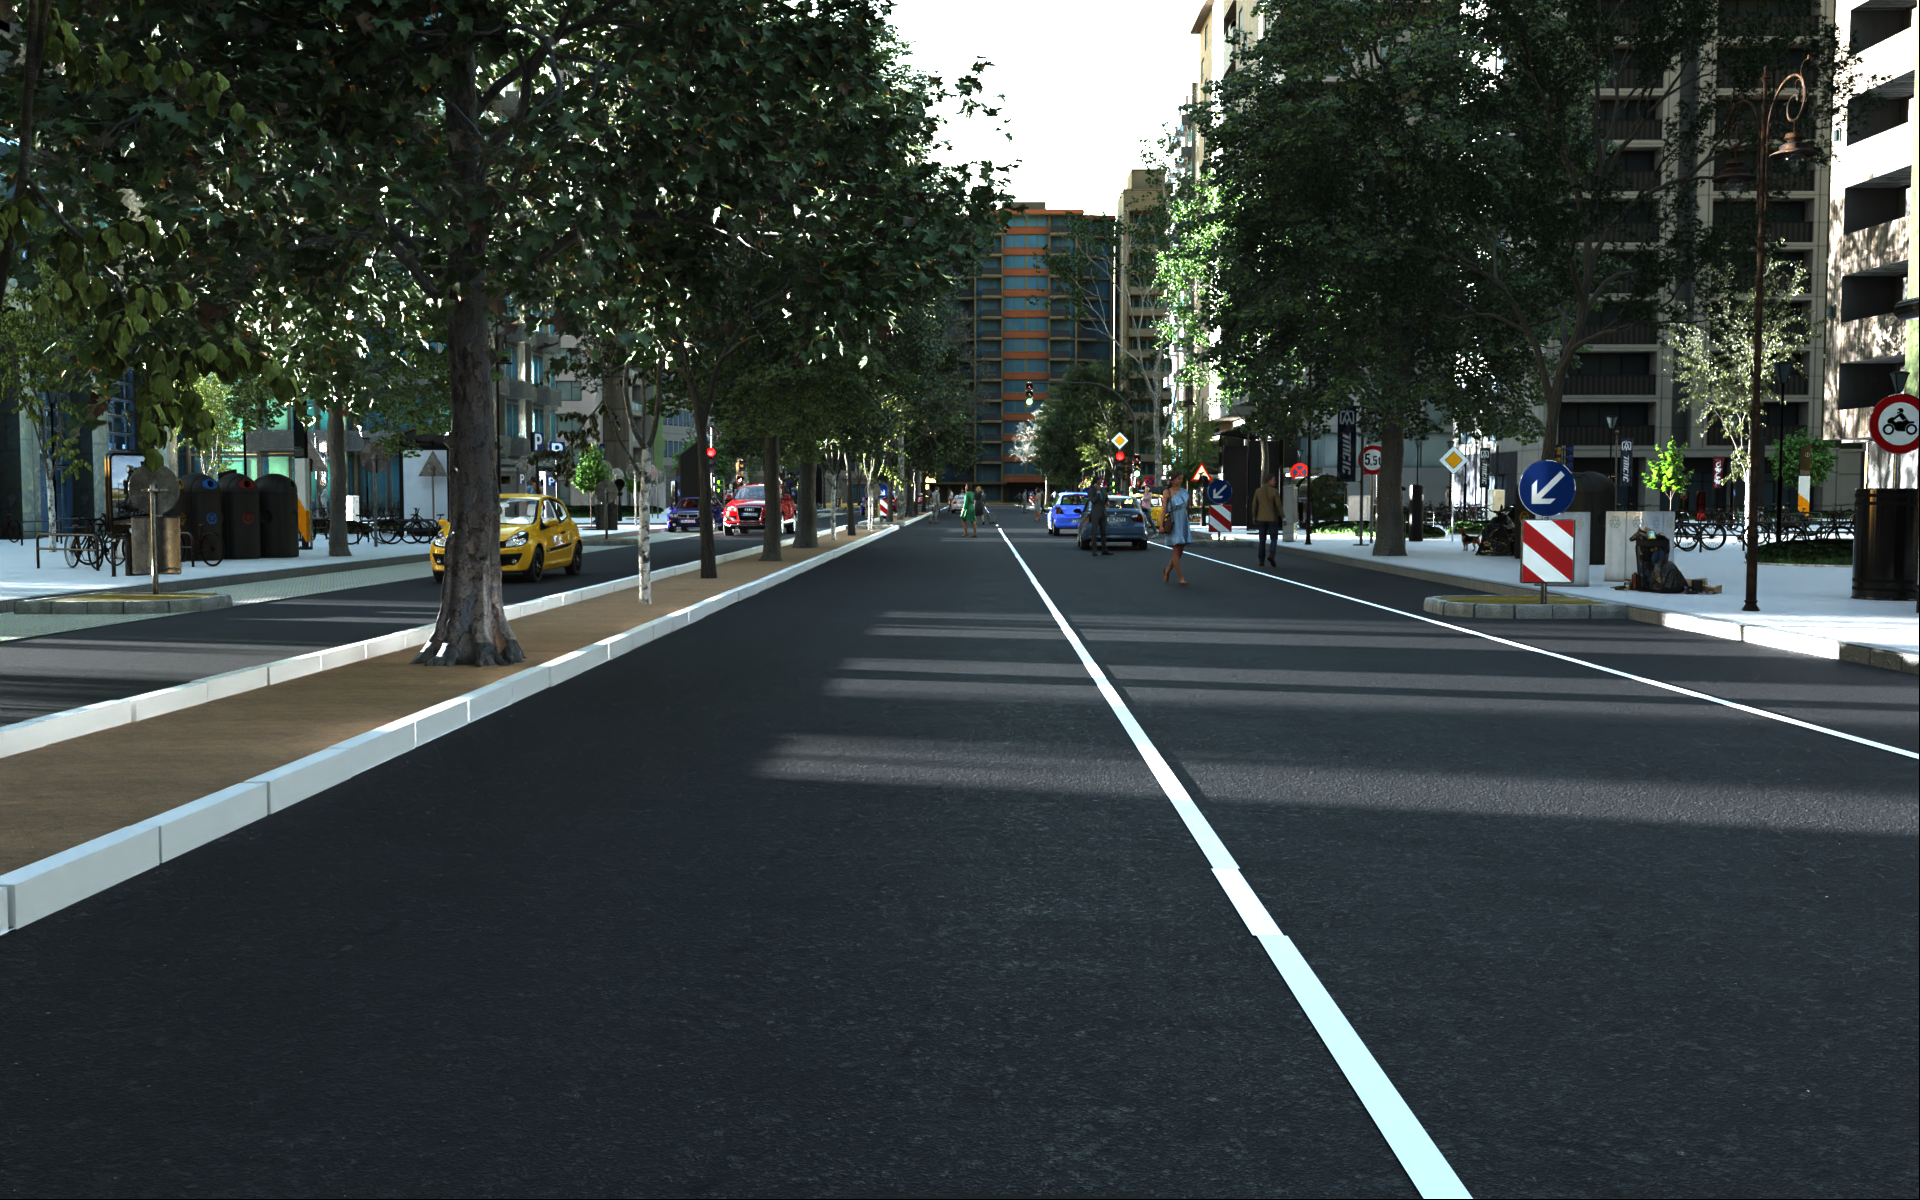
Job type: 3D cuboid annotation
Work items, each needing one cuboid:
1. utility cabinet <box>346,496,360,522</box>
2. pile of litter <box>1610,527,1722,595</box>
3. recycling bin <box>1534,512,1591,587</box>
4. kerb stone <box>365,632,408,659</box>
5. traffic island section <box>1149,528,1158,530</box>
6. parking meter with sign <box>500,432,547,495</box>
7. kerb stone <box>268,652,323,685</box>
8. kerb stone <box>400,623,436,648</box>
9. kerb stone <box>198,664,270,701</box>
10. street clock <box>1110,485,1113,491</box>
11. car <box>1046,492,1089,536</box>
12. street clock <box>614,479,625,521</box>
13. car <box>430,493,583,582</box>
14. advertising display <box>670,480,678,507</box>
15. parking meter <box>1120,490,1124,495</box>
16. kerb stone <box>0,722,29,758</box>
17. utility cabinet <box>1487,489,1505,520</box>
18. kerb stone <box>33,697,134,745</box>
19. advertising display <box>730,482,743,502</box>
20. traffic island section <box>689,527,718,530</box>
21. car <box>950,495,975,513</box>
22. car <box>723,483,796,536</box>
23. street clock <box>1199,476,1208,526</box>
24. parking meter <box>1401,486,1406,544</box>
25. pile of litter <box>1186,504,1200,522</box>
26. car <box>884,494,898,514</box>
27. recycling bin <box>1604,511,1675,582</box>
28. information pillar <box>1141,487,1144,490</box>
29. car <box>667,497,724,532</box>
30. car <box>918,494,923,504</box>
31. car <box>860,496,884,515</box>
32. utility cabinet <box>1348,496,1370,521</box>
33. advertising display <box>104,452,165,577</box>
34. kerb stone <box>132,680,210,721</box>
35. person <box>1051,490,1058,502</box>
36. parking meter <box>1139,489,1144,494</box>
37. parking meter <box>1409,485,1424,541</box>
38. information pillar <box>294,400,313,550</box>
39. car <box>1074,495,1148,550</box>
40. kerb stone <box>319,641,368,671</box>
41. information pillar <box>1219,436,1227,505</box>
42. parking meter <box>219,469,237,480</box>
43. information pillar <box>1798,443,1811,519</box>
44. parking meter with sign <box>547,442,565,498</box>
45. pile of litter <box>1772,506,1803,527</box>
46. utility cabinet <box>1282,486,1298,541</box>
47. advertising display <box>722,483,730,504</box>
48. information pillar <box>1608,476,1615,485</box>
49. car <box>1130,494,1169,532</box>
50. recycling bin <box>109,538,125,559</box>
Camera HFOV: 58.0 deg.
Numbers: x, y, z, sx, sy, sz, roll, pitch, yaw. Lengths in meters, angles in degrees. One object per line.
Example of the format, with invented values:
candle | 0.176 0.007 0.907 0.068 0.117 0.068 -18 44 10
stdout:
utility cabinet | -23.377 -3.379 66.410 0.306 1.237 1.020 -3 5 -42
pile of litter | 9.338 -0.547 22.912 1.176 0.858 1.719 0 4 -1
recycling bin | 8.464 -0.721 24.348 0.722 1.027 0.722 1 4 19
kerb stone | -5.169 0.419 15.430 0.120 0.150 1.000 0 4 1
traffic island section | 7.151 -2.942 70.380 2.009 0.180 2.903 0 4 1
parking meter with sign | -12.722 -3.237 49.180 1.738 3.016 0.543 1 4 17
kerb stone | -5.192 0.542 13.386 0.120 0.150 1.000 0 4 1
kerb stone | -5.162 0.351 16.451 0.120 0.150 1.000 0 4 1
kerb stone | -5.208 0.602 12.360 0.120 0.150 1.000 0 4 1
street clock | 11.490 -7.783 131.821 0.358 2.002 0.471 0 4 5
car | 4.005 -3.130 60.772 1.945 1.707 3.694 0 4 -1
street clock | -16.096 -4.729 81.897 0.471 2.002 0.358 -2 4 -23
car | -7.653 -1.171 29.370 2.015 1.641 3.980 0 4 2
advertising display | -13.015 -4.504 78.857 0.123 1.923 0.974 -1 4 -22
parking meter | 10.392 -6.379 112.711 0.372 1.533 0.369 0 3 0
kerb stone | -5.228 0.791 9.274 0.120 0.150 1.000 0 4 1
utility cabinet | 24.724 -4.353 79.844 0.318 1.500 1.173 3 5 42
kerb stone | -5.232 0.728 10.298 0.120 0.150 1.000 0 4 1
advertising display | -11.819 -5.315 92.112 0.123 1.923 0.974 1 4 20
traffic island section | -10.090 -2.952 70.546 2.009 0.180 2.903 0 4 1
car | 0.279 -7.251 130.910 2.083 1.381 4.827 0 4 0
car | -7.044 -3.219 61.296 2.281 1.827 5.304 0 4 2
street clock | 9.704 -3.945 69.069 0.358 2.002 0.471 -1 4 -14
parking meter | 9.876 -1.877 39.108 0.372 1.533 0.369 0 3 0
pile of litter | 10.513 -3.972 78.900 1.719 0.858 1.176 -2 4 -34
car | -5.607 -7.333 128.937 2.155 1.783 4.494 0 4 -1
recycling bin | 9.971 -0.786 25.412 0.722 1.027 0.722 -3 4 -38
information pillar | 14.706 -8.207 138.675 0.304 2.012 0.304 2 4 23
car | -9.996 -3.258 65.843 1.945 1.354 3.894 0 4 2
car | -5.318 -12.999 221.566 2.155 1.783 4.494 0 4 1
car | -5.895 -6.515 119.104 1.945 1.354 3.894 0 4 0
utility cabinet | 16.208 -3.613 70.227 0.306 1.237 1.020 -3 4 -37
advertising display | -12.964 -1.348 27.250 0.123 1.923 0.974 2 4 27
kerb stone | -5.210 0.672 11.338 0.120 0.150 1.000 0 4 1
person | 12.541 -13.575 227.974 1.348 1.826 0.705 2 4 26
parking meter | 9.970 -5.288 94.874 0.372 1.533 0.369 0 3 0
parking meter | 12.385 -2.361 47.012 0.372 1.533 0.369 0 3 0
information pillar | -15.231 -2.980 40.076 0.504 3.616 0.183 3 5 41
car | 4.037 -2.084 46.076 2.014 1.417 4.499 0 4 2
kerb stone | -5.184 0.481 14.408 0.120 0.150 1.000 0 4 1
information pillar | 10.481 -4.760 69.185 0.183 3.616 0.504 -1 4 -23
parking meter | -17.291 -2.153 40.905 0.399 1.863 0.255 -1 4 -8
information pillar | 38.487 -5.356 78.917 0.504 3.616 0.183 0 4 7
parking meter with sign | -13.886 -3.810 58.549 0.543 3.016 1.738 -2 4 -31
pile of litter | 32.619 -3.329 68.401 1.176 0.858 1.719 -1 4 -14
utility cabinet | 8.917 -2.327 46.719 0.318 1.500 1.173 1 4 16
advertising display | -13.821 -6.061 104.315 0.974 1.923 0.123 -1 4 -19
information pillar | 26.375 -4.011 70.064 0.304 2.012 0.304 1 4 20
car | 6.871 -3.317 64.452 2.015 1.641 3.980 0 4 1
recycling bin | -16.383 -1.335 34.374 0.722 1.027 0.722 3 5 40
